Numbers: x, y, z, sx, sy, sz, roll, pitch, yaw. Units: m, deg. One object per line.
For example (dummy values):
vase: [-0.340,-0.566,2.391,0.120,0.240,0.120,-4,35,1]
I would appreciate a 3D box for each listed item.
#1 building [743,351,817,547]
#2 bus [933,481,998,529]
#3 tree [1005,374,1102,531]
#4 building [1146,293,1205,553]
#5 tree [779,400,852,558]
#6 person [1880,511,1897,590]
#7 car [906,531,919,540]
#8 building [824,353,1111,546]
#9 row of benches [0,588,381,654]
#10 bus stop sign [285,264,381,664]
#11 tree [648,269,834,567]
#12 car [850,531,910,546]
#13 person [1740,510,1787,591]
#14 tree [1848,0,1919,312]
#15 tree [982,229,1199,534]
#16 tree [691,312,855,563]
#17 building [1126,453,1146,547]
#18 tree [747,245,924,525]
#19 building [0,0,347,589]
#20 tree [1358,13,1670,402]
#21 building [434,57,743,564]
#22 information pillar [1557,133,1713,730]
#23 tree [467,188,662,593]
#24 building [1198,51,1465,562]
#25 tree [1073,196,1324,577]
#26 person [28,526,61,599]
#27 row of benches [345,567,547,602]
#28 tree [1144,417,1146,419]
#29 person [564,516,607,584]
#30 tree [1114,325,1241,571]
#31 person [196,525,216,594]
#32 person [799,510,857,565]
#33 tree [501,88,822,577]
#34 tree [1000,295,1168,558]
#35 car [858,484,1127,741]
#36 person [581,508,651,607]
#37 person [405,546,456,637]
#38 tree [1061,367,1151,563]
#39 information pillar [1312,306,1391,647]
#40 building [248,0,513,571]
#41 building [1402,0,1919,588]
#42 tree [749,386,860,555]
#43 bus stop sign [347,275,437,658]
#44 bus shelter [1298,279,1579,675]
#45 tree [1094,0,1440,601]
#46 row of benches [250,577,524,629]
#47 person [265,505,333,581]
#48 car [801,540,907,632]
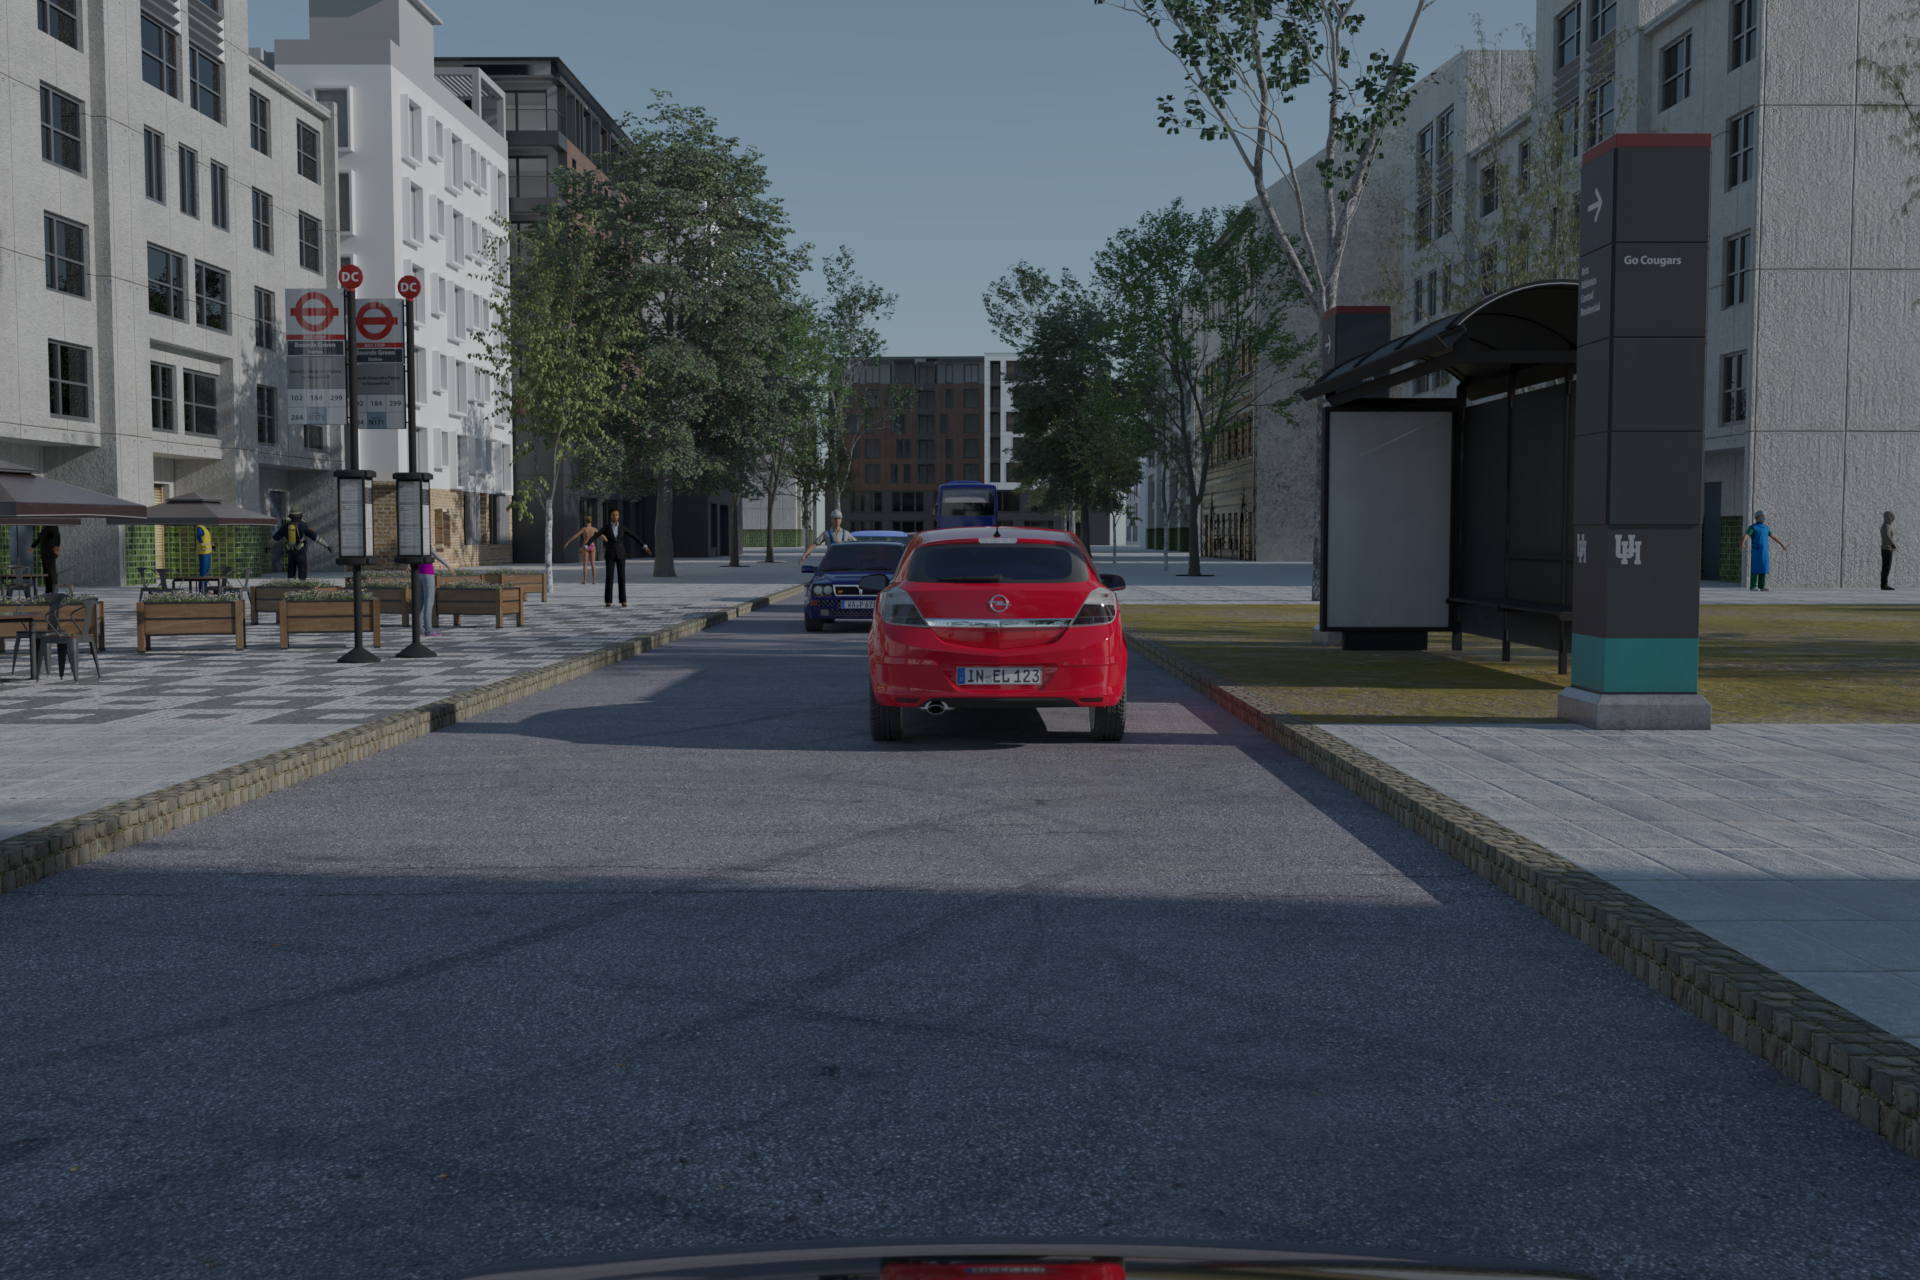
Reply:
building: [-24.474,-19.297,181.960,16.747,18.905,31.486,0,4,-1]
bus: [0.223,-5.364,79.247,2.896,3.916,12.251,0,4,-1]
tree: [7.006,-12.264,118.648,7.486,12.596,7.792,0,3,0]
building: [24.369,-16.334,133.512,16.747,18.905,31.486,0,4,0]
tree: [-8.084,-8.750,93.428,4.737,8.622,4.395,0,3,0]
person: [21.283,-2.053,39.694,0.705,1.813,1.348,2,4,24]
car: [-1.292,-2.689,53.013,2.155,1.783,4.494,0,4,0]
building: [1.268,-22.110,207.933,32.646,21.610,27.936,0,4,3]
row of benches: [-8.390,-0.225,19.140,4.104,0.672,1.422,-1,4,-19]
bus stop sign: [-6.243,-1.745,17.233,0.855,3.939,0.416,0,4,-1]
tree: [-8.642,-8.658,67.319,9.928,11.665,9.643,0,3,0]
car: [-1.576,-1.438,33.107,1.945,1.707,3.694,0,4,0]
person: [17.975,-2.004,38.887,1.347,1.817,0.704,-1,4,-22]
tree: [10.721,-4.113,17.617,4.360,8.622,3.978,0,3,0]
tree: [8.280,-15.349,106.839,12.611,20.169,13.585,0,3,0]
tree: [-8.417,-9.301,77.822,9.928,11.665,9.643,0,3,0]
building: [21.667,-13.702,166.173,9.099,9.664,28.070,0,3,0]
tree: [-8.887,-15.915,116.107,12.611,20.169,13.585,0,3,0]
building: [-28.899,-10.736,41.990,16.747,18.905,31.486,0,4,0]
tree: [8.381,-4.530,24.431,4.360,8.622,3.978,0,3,0]
building: [-27.545,-15.104,90.920,27.936,21.610,32.646,0,4,1]
information pillar: [4.537,-1.358,11.582,0.750,3.857,0.750,0,4,0]
tree: [-8.916,-5.360,37.990,4.737,8.622,4.395,0,3,0]
building: [22.863,-15.741,88.294,19.493,23.208,18.063,0,4,0]
tree: [7.216,-7.743,52.353,9.928,11.665,9.643,0,3,0]
person: [-17.950,-1.702,34.058,1.346,1.802,0.704,3,5,42]
row of benches: [-9.220,-0.956,31.086,1.422,0.672,4.104,3,4,36]
tree: [25.026,-21.313,204.359,12.611,20.169,13.585,0,3,0]
person: [-9.507,-2.291,44.260,1.217,1.733,0.721,-2,4,-27]
tree: [7.018,-6.748,60.687,4.360,8.622,3.978,0,3,0]
person: [-15.789,-1.828,36.359,0.721,1.772,1.216,-1,4,-13]
person: [-2.110,-1.306,29.660,1.347,1.847,0.705,-1,4,-15]
tree: [-8.849,-8.866,51.619,9.857,13.997,8.962,0,3,0]
tree: [6.691,-11.335,91.977,9.857,13.997,8.962,0,3,0]
car: [0.258,-0.272,13.486,2.155,1.783,4.494,0,3,0]
person: [-6.072,-1.457,30.550,1.216,1.740,0.721,-1,4,-19]
person: [-6.674,-0.764,21.752,0.991,1.433,0.599,3,4,37]
tree: [6.646,-7.648,75.410,4.737,8.622,4.395,0,3,0]
information pillar: [4.556,-1.874,20.014,0.750,3.857,0.750,0,4,-2]
building: [-24.152,-12.508,60.920,16.016,20.090,11.380,0,4,1]
building: [26.947,-11.619,56.435,16.747,18.905,31.486,0,4,-1]
tree: [-9.438,-10.355,103.710,7.601,10.594,8.767,0,4,2]
bus stop sign: [-5.894,-1.789,17.959,0.855,3.939,0.416,0,4,1]
bus shelter: [4.769,-1.383,16.543,2.014,3.302,5.546,0,3,0]
tree: [5.784,-10.866,33.544,12.611,20.169,13.585,0,3,0]
row of benches: [-8.124,-0.539,24.269,4.104,0.672,1.422,1,4,15]
person: [-13.286,-1.770,34.722,1.354,1.856,0.705,0,4,0]
car: [-1.423,-0.861,26.665,1.945,1.354,3.894,0,3,0]
